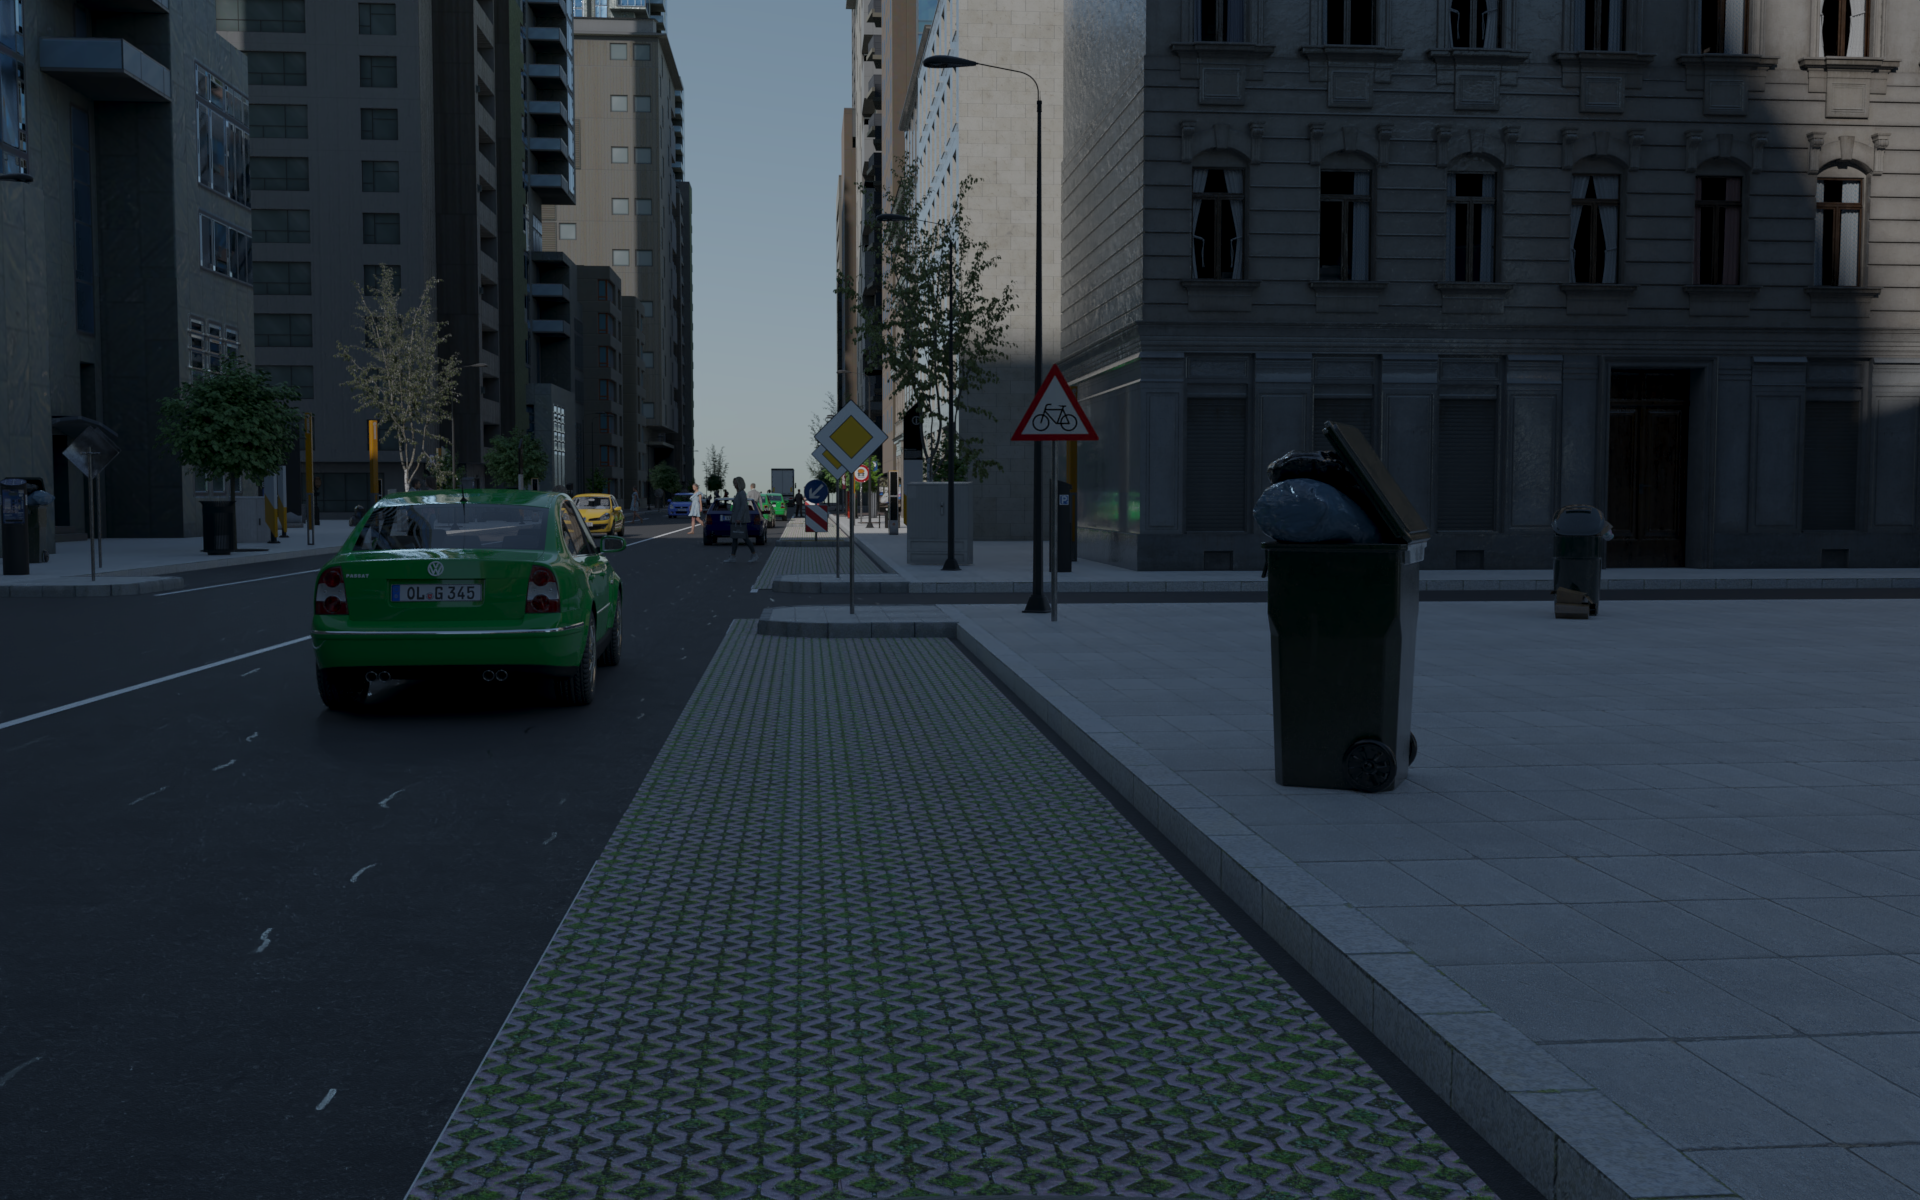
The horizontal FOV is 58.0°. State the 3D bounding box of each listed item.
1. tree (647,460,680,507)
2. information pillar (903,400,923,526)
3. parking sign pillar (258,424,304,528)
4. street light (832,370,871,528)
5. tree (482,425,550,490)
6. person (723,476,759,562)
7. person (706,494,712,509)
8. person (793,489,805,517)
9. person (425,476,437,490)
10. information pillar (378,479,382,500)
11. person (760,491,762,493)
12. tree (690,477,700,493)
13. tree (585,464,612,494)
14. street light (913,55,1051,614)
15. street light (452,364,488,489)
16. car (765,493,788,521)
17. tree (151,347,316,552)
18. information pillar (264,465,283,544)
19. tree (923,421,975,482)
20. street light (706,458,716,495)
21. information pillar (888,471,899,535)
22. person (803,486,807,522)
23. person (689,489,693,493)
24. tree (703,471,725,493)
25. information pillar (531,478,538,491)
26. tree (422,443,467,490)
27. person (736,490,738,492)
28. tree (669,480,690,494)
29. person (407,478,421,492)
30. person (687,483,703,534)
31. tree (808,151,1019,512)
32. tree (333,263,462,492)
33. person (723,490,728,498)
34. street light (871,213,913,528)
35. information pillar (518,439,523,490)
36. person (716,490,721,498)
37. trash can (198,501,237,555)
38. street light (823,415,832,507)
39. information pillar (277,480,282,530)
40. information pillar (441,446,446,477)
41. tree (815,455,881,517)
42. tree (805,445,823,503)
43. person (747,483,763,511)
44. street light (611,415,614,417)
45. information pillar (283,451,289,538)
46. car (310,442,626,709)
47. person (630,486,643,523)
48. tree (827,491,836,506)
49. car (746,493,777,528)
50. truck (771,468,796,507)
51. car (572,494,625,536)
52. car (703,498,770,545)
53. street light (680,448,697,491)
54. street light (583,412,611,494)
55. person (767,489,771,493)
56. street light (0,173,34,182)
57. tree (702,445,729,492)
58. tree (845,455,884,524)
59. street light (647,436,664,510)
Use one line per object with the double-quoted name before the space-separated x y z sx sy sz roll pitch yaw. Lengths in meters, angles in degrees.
"tree" -28.756 -11.265 167.897 4.285 4.588 4.351 0 3 0
"information pillar" -1.126 -3.105 42.124 0.504 3.616 0.183 0 4 5
"parking sign pillar" -25.759 -4.733 65.851 1.447 3.967 1.447 -1 4 -18
"street light" -3.940 -5.663 65.125 1.470 5.913 1.316 0 4 -5
"tree" -21.105 -6.047 82.576 4.285 4.588 4.351 0 3 0
"person" -4.574 -1.686 36.257 0.728 1.800 0.709 -1 4 -18
"person" -20.804 -8.077 143.740 0.799 1.438 0.628 2 4 32
"person" -10.183 -6.162 109.802 0.990 1.755 0.434 3 4 36
"person" -11.491 -1.771 37.465 0.388 1.821 0.555 -2 4 -30
"information pillar" -28.241 -4.874 84.175 0.304 2.012 0.304 -1 4 -22
"person" -22.583 -11.468 196.710 1.217 1.736 0.721 0 4 1
"tree" -29.776 -12.178 193.709 1.663 3.219 1.824 0 3 0
"tree" -23.129 -7.070 110.191 1.663 3.219 1.824 0 3 0
"street light" 0.305 -2.814 18.550 1.470 5.913 1.316 0 4 -5
"street light" -17.506 -5.457 61.760 1.470 5.913 1.316 0 4 -5
"car" -10.221 -5.169 93.306 1.959 1.807 4.718 0 4 -6
"tree" -16.230 -3.372 38.847 4.285 4.588 4.351 0 3 0
"information pillar" -17.887 -3.277 44.932 0.504 3.616 0.183 3 4 38
"tree" -0.298 -3.117 45.564 1.663 3.219 1.824 0 3 0
"street light" -31.792 -15.197 221.012 1.470 5.913 1.316 0 4 -5
"information pillar" -2.097 -3.053 54.411 0.304 2.012 0.304 -1 4 -10
"person" -7.856 -4.941 89.094 0.447 1.846 0.655 -3 4 -36
"person" -16.941 -6.159 109.913 0.721 1.735 1.217 0 4 -4
"tree" -34.110 -15.670 239.925 4.285 4.588 4.351 0 3 0
"information pillar" -19.643 -4.622 80.057 0.304 2.012 0.304 -1 4 -16
"tree" -19.795 -4.398 66.503 1.663 3.219 1.824 0 3 0
"person" -12.111 -5.226 94.345 0.834 1.777 0.661 0 4 8
"tree" -28.115 -10.833 171.724 1.663 3.219 1.824 0 3 0
"person" -14.339 -2.260 45.301 0.795 1.843 0.661 1 4 15
"person" -9.452 -3.280 62.220 0.778 1.811 0.616 -2 4 -29
"tree" -0.635 -5.316 37.277 4.737 8.622 4.395 0 3 0
"tree" -17.592 -6.395 54.914 4.360 8.622 3.978 0 3 0
"person" -20.796 -8.864 153.372 0.705 1.831 1.348 1 4 13
"street light" -0.689 -3.447 28.892 1.470 5.913 1.316 0 4 -5
"information pillar" -18.566 -5.008 73.239 0.183 3.616 0.504 0 4 -1
"person" -17.856 -7.243 127.837 0.530 1.710 0.541 -1 4 -19
"trash can" -15.603 -1.516 36.436 0.748 1.137 0.748 0 3 0
"street light" -7.385 -8.052 104.198 1.470 5.913 1.316 0 4 -5
"information pillar" -24.482 -3.531 62.226 0.304 2.012 0.304 -3 5 -40
"information pillar" -25.176 -5.719 84.868 0.504 3.616 0.183 2 4 24
"tree" -6.128 -6.991 98.015 4.285 4.588 4.351 0 3 0
"tree" -20.441 -18.578 254.105 4.360 8.622 3.978 0 3 0
"person" -7.202 -3.147 60.074 0.709 1.813 0.853 -3 5 -41
"street light" -20.958 -7.883 101.421 1.470 5.913 1.316 0 4 -5
"information pillar" -19.947 -3.644 50.935 0.183 3.616 0.504 -3 5 -40
"car" -3.544 -0.258 13.018 1.959 1.807 4.718 0 4 -7
"person" -15.718 -4.622 84.158 0.778 1.811 0.616 1 4 23
"tree" -14.057 -11.959 190.122 1.663 3.219 1.824 0 3 0
"car" -8.771 -3.952 73.415 1.959 1.807 4.718 0 4 -4
"truck" -19.746 -12.515 193.538 2.839 4.237 11.283 0 4 -5
"car" -12.183 -2.889 57.462 2.015 1.641 3.980 0 4 -4
"car" -6.436 -2.275 49.779 1.945 1.354 3.894 0 4 -5
"street light" -27.595 -12.361 174.648 1.470 5.913 1.316 0 4 -5
"street light" -20.743 -7.673 97.994 1.470 5.913 1.316 0 4 -5
"person" -11.964 -6.133 109.570 0.721 1.735 1.217 0 4 8
"street light" -14.106 -3.219 25.170 1.470 5.913 1.316 0 4 -5
"tree" -35.377 -18.434 251.752 4.737 8.622 4.395 0 3 0
"tree" -3.971 -4.974 75.929 1.663 3.219 1.824 0 3 0
"street light" -24.332 -10.145 138.417 1.470 5.913 1.316 0 4 -5
